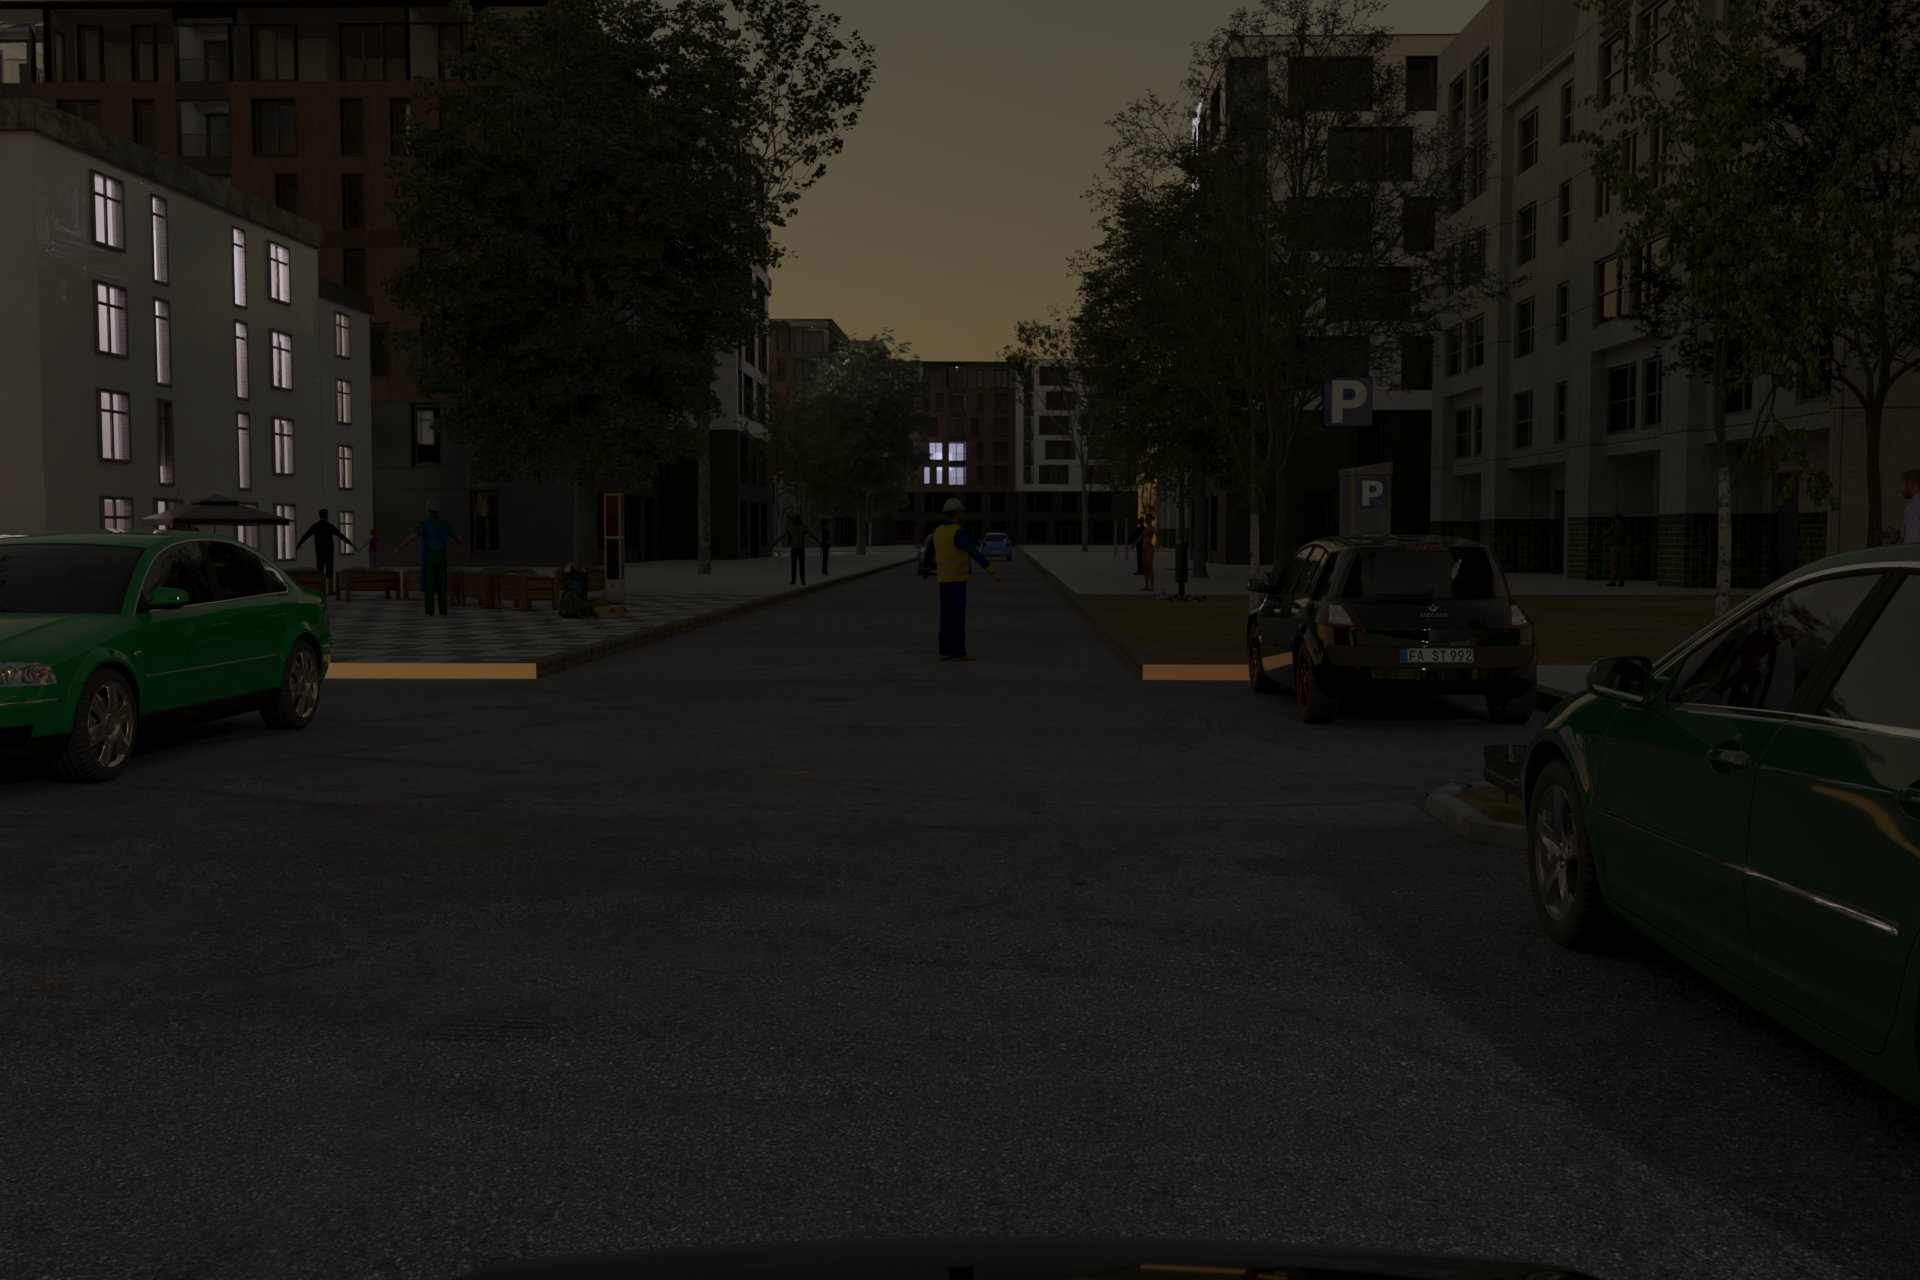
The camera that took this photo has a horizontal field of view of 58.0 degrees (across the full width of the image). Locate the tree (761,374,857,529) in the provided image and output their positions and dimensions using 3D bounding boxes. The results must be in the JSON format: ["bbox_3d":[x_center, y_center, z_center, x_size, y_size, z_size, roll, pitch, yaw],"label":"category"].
[{"bbox_3d":[-7.154,-7.908,79.663,4.737,8.622,4.395,0,3,0],"label":"tree"}]

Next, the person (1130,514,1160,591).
[{"bbox_3d":[4.158,-1.960,38.847,0.721,1.733,1.217,-1,4,-23],"label":"person"}]

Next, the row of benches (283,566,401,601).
[{"bbox_3d":[-12.746,-1.064,32.865,4.104,0.672,1.422,-3,4,-39],"label":"row of benches"}]

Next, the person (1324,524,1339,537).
[{"bbox_3d":[8.945,-2.082,40.228,1.347,1.806,0.705,1,4,11],"label":"person"}]

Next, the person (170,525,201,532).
[{"bbox_3d":[-16.883,-1.949,37.627,1.354,1.858,0.705,0,4,3],"label":"person"}]

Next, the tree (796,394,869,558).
[{"bbox_3d":[-7.579,-8.662,91.989,4.360,8.622,3.978,0,3,0],"label":"tree"}]

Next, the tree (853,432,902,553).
[{"bbox_3d":[-5.978,-10.249,117.931,4.737,8.622,4.395,0,3,0],"label":"tree"}]

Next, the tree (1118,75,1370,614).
[{"bbox_3d":[4.928,-4.710,27.372,4.360,8.622,3.978,0,3,0],"label":"tree"}]

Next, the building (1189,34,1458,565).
[{"bbox_3d":[25.351,-14.883,87.309,27.936,21.610,32.646,0,4,1],"label":"building"}]

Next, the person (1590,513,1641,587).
[{"bbox_3d":[16.077,-2.208,42.370,1.348,1.796,0.705,-1,4,-9],"label":"person"}]

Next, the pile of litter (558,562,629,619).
[{"bbox_3d":[-5.722,-0.789,26.873,1.176,0.858,1.719,0,4,3],"label":"pile of litter"}]

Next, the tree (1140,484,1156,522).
[{"bbox_3d":[24.902,-16.159,214.561,4.360,8.622,3.978,0,3,0],"label":"tree"}]

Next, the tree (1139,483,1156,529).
[{"bbox_3d":[23.994,-15.834,209.241,4.360,8.622,3.978,0,3,0],"label":"tree"}]

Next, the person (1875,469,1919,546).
[{"bbox_3d":[8.179,-0.558,15.038,0.709,1.838,0.599,-3,4,-36],"label":"person"}]

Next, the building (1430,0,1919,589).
[{"bbox_3d":[25.674,-11.142,48.636,16.747,18.905,31.486,0,4,1],"label":"building"}]

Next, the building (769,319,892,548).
[{"bbox_3d":[-22.177,-20.615,181.034,27.936,21.610,32.646,0,4,2],"label":"building"}]

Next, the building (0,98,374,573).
[{"bbox_3d":[-21.934,-6.454,47.670,9.099,9.664,28.070,0,4,2],"label":"building"}]

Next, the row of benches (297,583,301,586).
[{"bbox_3d":[-10.652,-0.425,22.414,4.104,0.672,1.422,-1,4,-20],"label":"row of benches"}]

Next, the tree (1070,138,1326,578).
[{"bbox_3d":[6.893,-8.068,50.032,7.486,12.596,7.792,0,3,0],"label":"tree"}]

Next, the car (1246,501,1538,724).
[{"bbox_3d":[3.471,-0.285,14.454,2.009,1.686,4.222,0,4,1],"label":"car"}]

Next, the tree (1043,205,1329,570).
[{"bbox_3d":[8.006,-9.245,61.522,12.009,13.543,11.850,0,3,0],"label":"tree"}]

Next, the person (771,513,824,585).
[{"bbox_3d":[-4.123,-2.318,44.020,1.348,1.813,0.705,0,4,3],"label":"person"}]

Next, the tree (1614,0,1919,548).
[{"bbox_3d":[13.714,-5.621,26.316,7.601,10.594,8.767,0,4,7],"label":"tree"}]

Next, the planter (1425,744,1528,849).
[{"bbox_3d":[3.392,0.769,8.560,1.991,0.319,1.994,0,4,2],"label":"planter"}]

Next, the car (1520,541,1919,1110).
[{"bbox_3d":[2.940,0.441,4.591,2.131,1.459,4.920,0,4,1],"label":"car"}]

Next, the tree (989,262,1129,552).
[{"bbox_3d":[8.414,-16.273,121.948,12.611,20.169,13.585,0,3,0],"label":"tree"}]

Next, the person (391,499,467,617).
[{"bbox_3d":[-8.141,-1.261,26.750,0.704,1.817,1.347,3,4,38],"label":"person"}]

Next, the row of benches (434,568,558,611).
[{"bbox_3d":[-8.312,-0.918,30.467,1.422,0.672,4.104,-3,5,-39],"label":"row of benches"}]

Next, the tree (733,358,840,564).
[{"bbox_3d":[-7.425,-7.516,73.249,4.737,8.622,4.395,0,3,0],"label":"tree"}]

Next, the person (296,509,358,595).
[{"bbox_3d":[-13.289,-1.842,36.258,1.346,1.812,0.704,0,4,5],"label":"person"}]

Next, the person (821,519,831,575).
[{"bbox_3d":[-4.140,-2.905,54.217,0.721,1.740,1.216,0,4,-8],"label":"person"}]

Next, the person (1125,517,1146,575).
[{"bbox_3d":[5.675,-2.951,54.467,0.704,1.802,1.346,3,5,41],"label":"person"}]

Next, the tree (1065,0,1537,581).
[{"bbox_3d":[7.079,-7.777,37.522,12.009,13.543,11.850,0,3,0],"label":"tree"}]

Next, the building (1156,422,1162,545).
[{"bbox_3d":[30.398,-19.319,182.324,16.747,18.905,31.486,0,4,2],"label":"building"}]

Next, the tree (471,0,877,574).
[{"bbox_3d":[-9.541,-12.247,56.128,12.611,20.169,13.585,0,3,0],"label":"tree"}]

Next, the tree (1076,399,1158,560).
[{"bbox_3d":[8.428,-8.256,85.345,4.360,8.622,3.978,0,3,0],"label":"tree"}]

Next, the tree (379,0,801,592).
[{"bbox_3d":[-8.444,-8.051,38.296,9.857,13.997,8.962,0,3,0],"label":"tree"}]

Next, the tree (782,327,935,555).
[{"bbox_3d":[-6.249,-12.248,106.912,9.857,13.997,8.962,0,3,0],"label":"tree"}]

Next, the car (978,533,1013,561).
[{"bbox_3d":[1.930,-5.136,93.556,1.945,1.707,3.694,0,3,0],"label":"car"}]

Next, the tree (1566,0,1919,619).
[{"bbox_3d":[8.870,-4.221,19.368,4.737,8.622,4.395,0,3,0],"label":"tree"}]

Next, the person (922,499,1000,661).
[{"bbox_3d":[-0.054,-0.687,19.658,0.705,1.833,1.349,-3,4,-38],"label":"person"}]

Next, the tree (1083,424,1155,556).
[{"bbox_3d":[8.797,-9.183,100.507,4.360,8.622,3.978,0,3,0],"label":"tree"}]

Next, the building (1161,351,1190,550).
[{"bbox_3d":[27.234,-17.354,150.189,16.747,18.905,31.486,0,4,2],"label":"building"}]

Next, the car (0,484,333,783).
[{"bbox_3d":[-5.737,-0.159,11.388,1.959,1.807,4.718,0,4,2],"label":"car"}]

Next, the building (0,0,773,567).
[{"bbox_3d":[-24.907,-14.610,82.848,27.936,21.610,32.646,0,4,1],"label":"building"}]

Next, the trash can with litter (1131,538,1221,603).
[{"bbox_3d":[4.196,-1.359,33.274,1.678,1.210,2.233,0,4,1],"label":"trash can with litter"}]

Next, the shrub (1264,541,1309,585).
[{"bbox_3d":[4.428,-0.685,22.321,1.383,1.207,1.383,0,3,0],"label":"shrub"}]

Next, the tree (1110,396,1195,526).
[{"bbox_3d":[7.631,-7.447,72.121,4.360,8.622,3.978,0,3,0],"label":"tree"}]

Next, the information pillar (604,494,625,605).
[{"bbox_3d":[-6.286,-1.652,31.505,0.304,2.012,0.304,0,4,2],"label":"information pillar"}]

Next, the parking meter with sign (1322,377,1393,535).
[{"bbox_3d":[4.302,-1.360,18.504,0.543,3.016,1.738,0,4,0],"label":"parking meter with sign"}]

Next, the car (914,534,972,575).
[{"bbox_3d":[-0.527,-3.054,61.734,2.131,1.459,4.920,0,4,2],"label":"car"}]

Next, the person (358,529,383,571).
[{"bbox_3d":[-16.487,-2.400,48.501,0.599,1.433,0.991,1,4,20],"label":"person"}]

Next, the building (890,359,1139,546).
[{"bbox_3d":[3.712,-22.489,214.127,32.646,21.610,27.936,0,4,-3],"label":"building"}]

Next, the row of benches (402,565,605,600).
[{"bbox_3d":[-8.849,-1.147,34.224,4.104,0.672,1.422,-1,4,-14],"label":"row of benches"}]
